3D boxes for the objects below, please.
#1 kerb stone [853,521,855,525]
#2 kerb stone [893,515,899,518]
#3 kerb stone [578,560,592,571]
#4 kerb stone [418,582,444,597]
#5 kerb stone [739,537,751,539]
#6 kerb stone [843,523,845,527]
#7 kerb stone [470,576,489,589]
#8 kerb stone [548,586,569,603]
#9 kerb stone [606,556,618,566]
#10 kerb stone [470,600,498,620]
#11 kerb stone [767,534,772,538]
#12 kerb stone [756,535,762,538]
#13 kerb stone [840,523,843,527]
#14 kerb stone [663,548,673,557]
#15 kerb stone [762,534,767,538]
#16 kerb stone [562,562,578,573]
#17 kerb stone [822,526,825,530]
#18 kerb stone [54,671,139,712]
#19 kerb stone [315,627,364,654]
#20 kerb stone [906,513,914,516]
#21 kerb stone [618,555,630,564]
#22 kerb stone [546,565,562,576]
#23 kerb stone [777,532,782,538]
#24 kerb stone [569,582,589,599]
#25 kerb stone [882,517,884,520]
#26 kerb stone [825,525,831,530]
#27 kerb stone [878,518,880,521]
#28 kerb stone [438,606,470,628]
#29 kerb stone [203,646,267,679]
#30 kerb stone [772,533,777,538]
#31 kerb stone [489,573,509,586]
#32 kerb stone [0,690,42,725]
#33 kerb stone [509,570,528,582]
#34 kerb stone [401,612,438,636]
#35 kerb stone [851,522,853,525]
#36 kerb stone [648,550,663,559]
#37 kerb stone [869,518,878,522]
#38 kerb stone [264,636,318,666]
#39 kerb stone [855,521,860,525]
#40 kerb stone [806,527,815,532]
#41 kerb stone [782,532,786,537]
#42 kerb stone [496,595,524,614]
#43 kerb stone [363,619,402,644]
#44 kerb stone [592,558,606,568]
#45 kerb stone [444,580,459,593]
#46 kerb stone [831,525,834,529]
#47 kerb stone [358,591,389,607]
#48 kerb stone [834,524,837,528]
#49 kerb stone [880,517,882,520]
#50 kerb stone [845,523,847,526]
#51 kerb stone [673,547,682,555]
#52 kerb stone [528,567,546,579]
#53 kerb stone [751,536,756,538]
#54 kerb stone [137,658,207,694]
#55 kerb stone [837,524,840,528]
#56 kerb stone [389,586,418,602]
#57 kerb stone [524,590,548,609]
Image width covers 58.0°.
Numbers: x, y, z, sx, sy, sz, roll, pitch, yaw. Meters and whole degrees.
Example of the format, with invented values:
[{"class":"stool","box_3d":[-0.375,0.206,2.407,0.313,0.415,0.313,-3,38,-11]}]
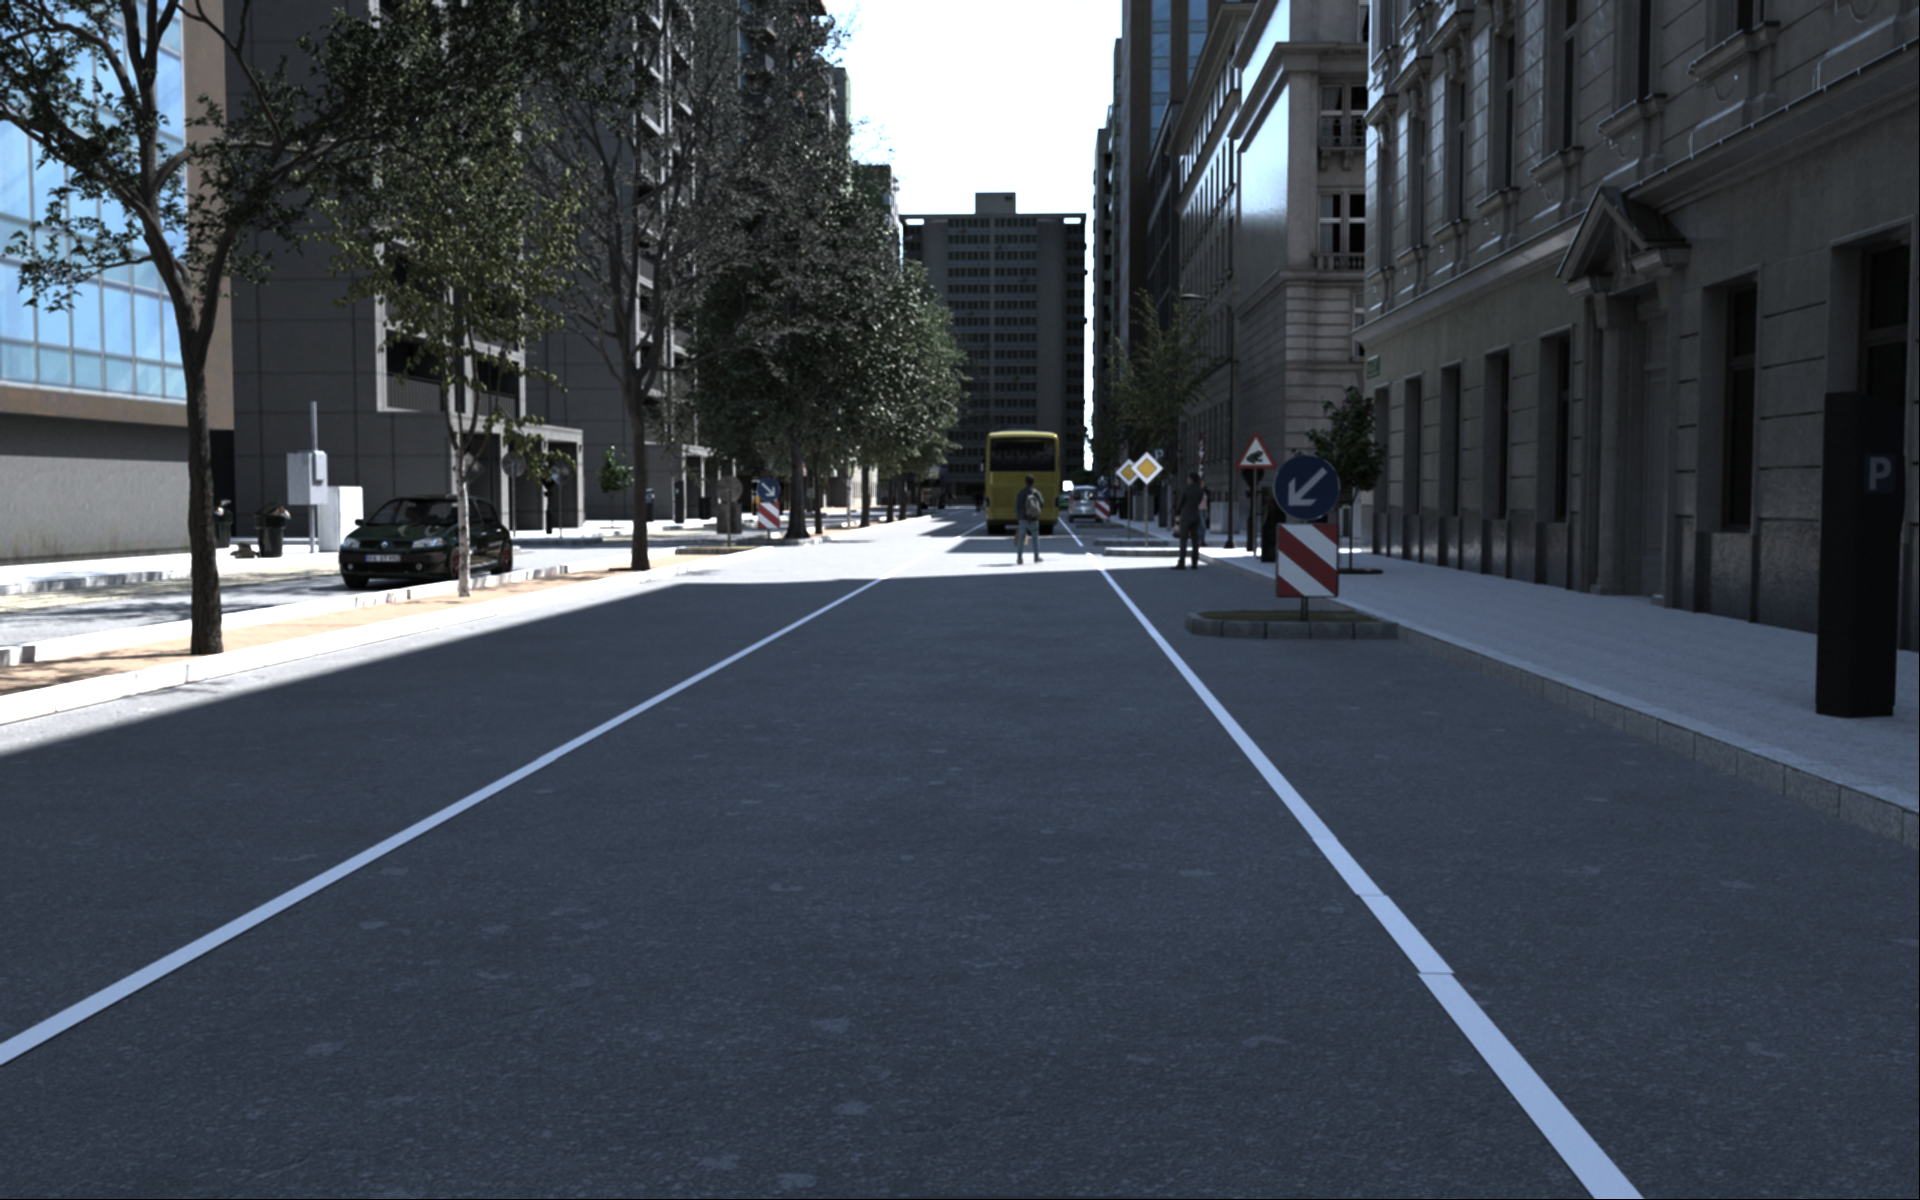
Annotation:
[{"class":"kerb stone","box_3d":[-5.007,-3.471,79.080,0.120,0.150,1.000,0,4,3]},{"class":"kerb stone","box_3d":[-3.849,-5.041,104.669,0.120,0.150,1.000,0,4,3]},{"class":"kerb stone","box_3d":[-7.127,-0.625,32.439,0.120,0.150,1.000,0,4,3]},{"class":"kerb stone","box_3d":[-7.494,-0.125,24.233,0.120,0.150,1.000,0,4,3]},{"class":"kerb stone","box_3d":[-6.301,-1.722,50.376,0.120,0.150,1.000,0,4,3]},{"class":"kerb stone","box_3d":[-5.193,-3.222,74.974,0.120,0.150,1.000,0,4,3]},{"class":"kerb stone","box_3d":[-7.402,-0.249,26.289,0.120,0.150,1.000,0,4,3]},{"class":"kerb stone","box_3d":[-5.442,-0.056,23.105,0.120,0.150,1.000,0,4,3]},{"class":"kerb stone","box_3d":[-7.038,-0.750,34.486,0.120,0.150,1.000,0,4,3]},{"class":"kerb stone","box_3d":[-5.594,0.138,20.043,0.120,0.150,1.000,0,4,3]},{"class":"kerb stone","box_3d":[-6.126,-1.969,54.471,0.120,0.150,1.000,0,4,3]},{"class":"kerb stone","box_3d":[-6.218,-1.842,52.429,0.120,0.150,1.000,0,4,3]},{"class":"kerb stone","box_3d":[-5.241,-3.160,73.953,0.120,0.150,1.000,0,4,3]},{"class":"kerb stone","box_3d":[-6.794,-1.061,39.609,0.120,0.150,1.000,0,4,3]},{"class":"kerb stone","box_3d":[-6.170,-1.909,53.450,0.120,0.150,1.000,0,4,3]},{"class":"kerb stone","box_3d":[-7.168,-0.564,31.415,0.120,0.150,1.000,0,4,3]},{"class":"kerb stone","box_3d":[-5.511,-2.789,67.800,0.120,0.150,1.000,0,4,3]},{"class":"kerb stone","box_3d":[-5.962,0.632,11.866,0.120,0.150,1.000,0,4,3]},{"class":"kerb stone","box_3d":[-5.773,0.382,15.956,0.120,0.150,1.000,0,4,3]},{"class":"kerb stone","box_3d":[-3.327,-5.728,115.918,0.120,0.150,1.000,0,4,3]},{"class":"kerb stone","box_3d":[-6.991,-0.814,35.507,0.120,0.150,1.000,0,4,3]},{"class":"kerb stone","box_3d":[-7.226,-0.500,30.394,0.120,0.150,1.000,0,4,3]},{"class":"kerb stone","box_3d":[-6.033,-2.099,56.518,0.120,0.150,1.000,0,4,3]},{"class":"kerb stone","box_3d":[-5.398,-0.118,24.127,0.120,0.150,1.000,0,4,3]},{"class":"kerb stone","box_3d":[-4.362,-4.354,93.408,0.120,0.150,1.000,0,4,3]},{"class":"kerb stone","box_3d":[-5.432,-2.914,69.843,0.120,0.150,1.000,0,4,3]},{"class":"kerb stone","box_3d":[-4.446,-4.230,91.362,0.120,0.150,1.000,0,4,3]},{"class":"kerb stone","box_3d":[-5.637,0.200,19.022,0.120,0.150,1.000,0,4,3]},{"class":"kerb stone","box_3d":[-5.868,0.508,13.908,0.120,0.150,1.000,0,4,3]},{"class":"kerb stone","box_3d":[-6.078,-2.036,55.493,0.120,0.150,1.000,0,4,3]},{"class":"kerb stone","box_3d":[-7.364,-0.306,27.316,0.120,0.150,1.000,0,4,3]},{"class":"kerb stone","box_3d":[-6.014,0.694,10.845,0.120,0.150,1.000,0,4,3]},{"class":"kerb stone","box_3d":[-7.314,-0.375,28.344,0.120,0.150,1.000,0,4,3]},{"class":"kerb stone","box_3d":[-5.684,0.257,17.998,0.120,0.150,1.000,0,4,3]},{"class":"kerb stone","box_3d":[-5.054,-3.416,78.053,0.120,0.150,1.000,0,4,3]},{"class":"kerb stone","box_3d":[-6.841,-1.003,38.588,0.120,0.150,1.000,0,4,3]},{"class":"kerb stone","box_3d":[-4.492,-4.163,90.333,0.120,0.150,1.000,0,4,3]},{"class":"kerb stone","box_3d":[-5.820,0.445,14.929,0.120,0.150,1.000,0,4,3]},{"class":"kerb stone","box_3d":[-4.908,-3.605,81.136,0.120,0.150,1.000,0,4,3]},{"class":"kerb stone","box_3d":[-5.656,-2.601,64.727,0.120,0.150,1.000,0,4,3]},{"class":"kerb stone","box_3d":[-5.983,-2.162,57.546,0.120,0.150,1.000,0,4,3]},{"class":"kerb stone","box_3d":[-5.537,0.069,21.063,0.120,0.150,1.000,0,4,3]},{"class":"kerb stone","box_3d":[-5.735,0.323,16.977,0.120,0.150,1.000,0,4,3]},{"class":"kerb stone","box_3d":[-7.082,-0.689,33.460,0.120,0.150,1.000,0,4,3]},{"class":"kerb stone","box_3d":[-7.450,-0.188,25.263,0.120,0.150,1.000,0,4,3]},{"class":"kerb stone","box_3d":[-5.371,-2.977,70.867,0.120,0.150,1.000,0,4,3]},{"class":"kerb stone","box_3d":[-7.591,0.001,22.192,0.120,0.150,1.000,0,4,3]},{"class":"kerb stone","box_3d":[-5.325,-3.037,71.896,0.120,0.150,1.000,0,4,3]},{"class":"kerb stone","box_3d":[-4.397,-4.291,92.383,0.120,0.150,1.000,0,4,3]},{"class":"kerb stone","box_3d":[-5.150,-3.291,75.999,0.120,0.150,1.000,0,4,3]},{"class":"kerb stone","box_3d":[-6.755,-1.128,40.632,0.120,0.150,1.000,0,4,3]},{"class":"kerb stone","box_3d":[-7.265,-0.439,29.373,0.120,0.150,1.000,0,4,3]},{"class":"kerb stone","box_3d":[-6.264,-1.786,51.398,0.120,0.150,1.000,0,4,3]},{"class":"kerb stone","box_3d":[-5.919,0.572,12.887,0.120,0.150,1.000,0,4,3]},{"class":"kerb stone","box_3d":[-5.286,-3.094,72.918,0.120,0.150,1.000,0,4,3]},{"class":"kerb stone","box_3d":[-7.544,-0.060,23.213,0.120,0.150,1.000,0,4,3]},{"class":"kerb stone","box_3d":[-5.489,0.007,22.084,0.120,0.150,1.000,0,4,3]}]
